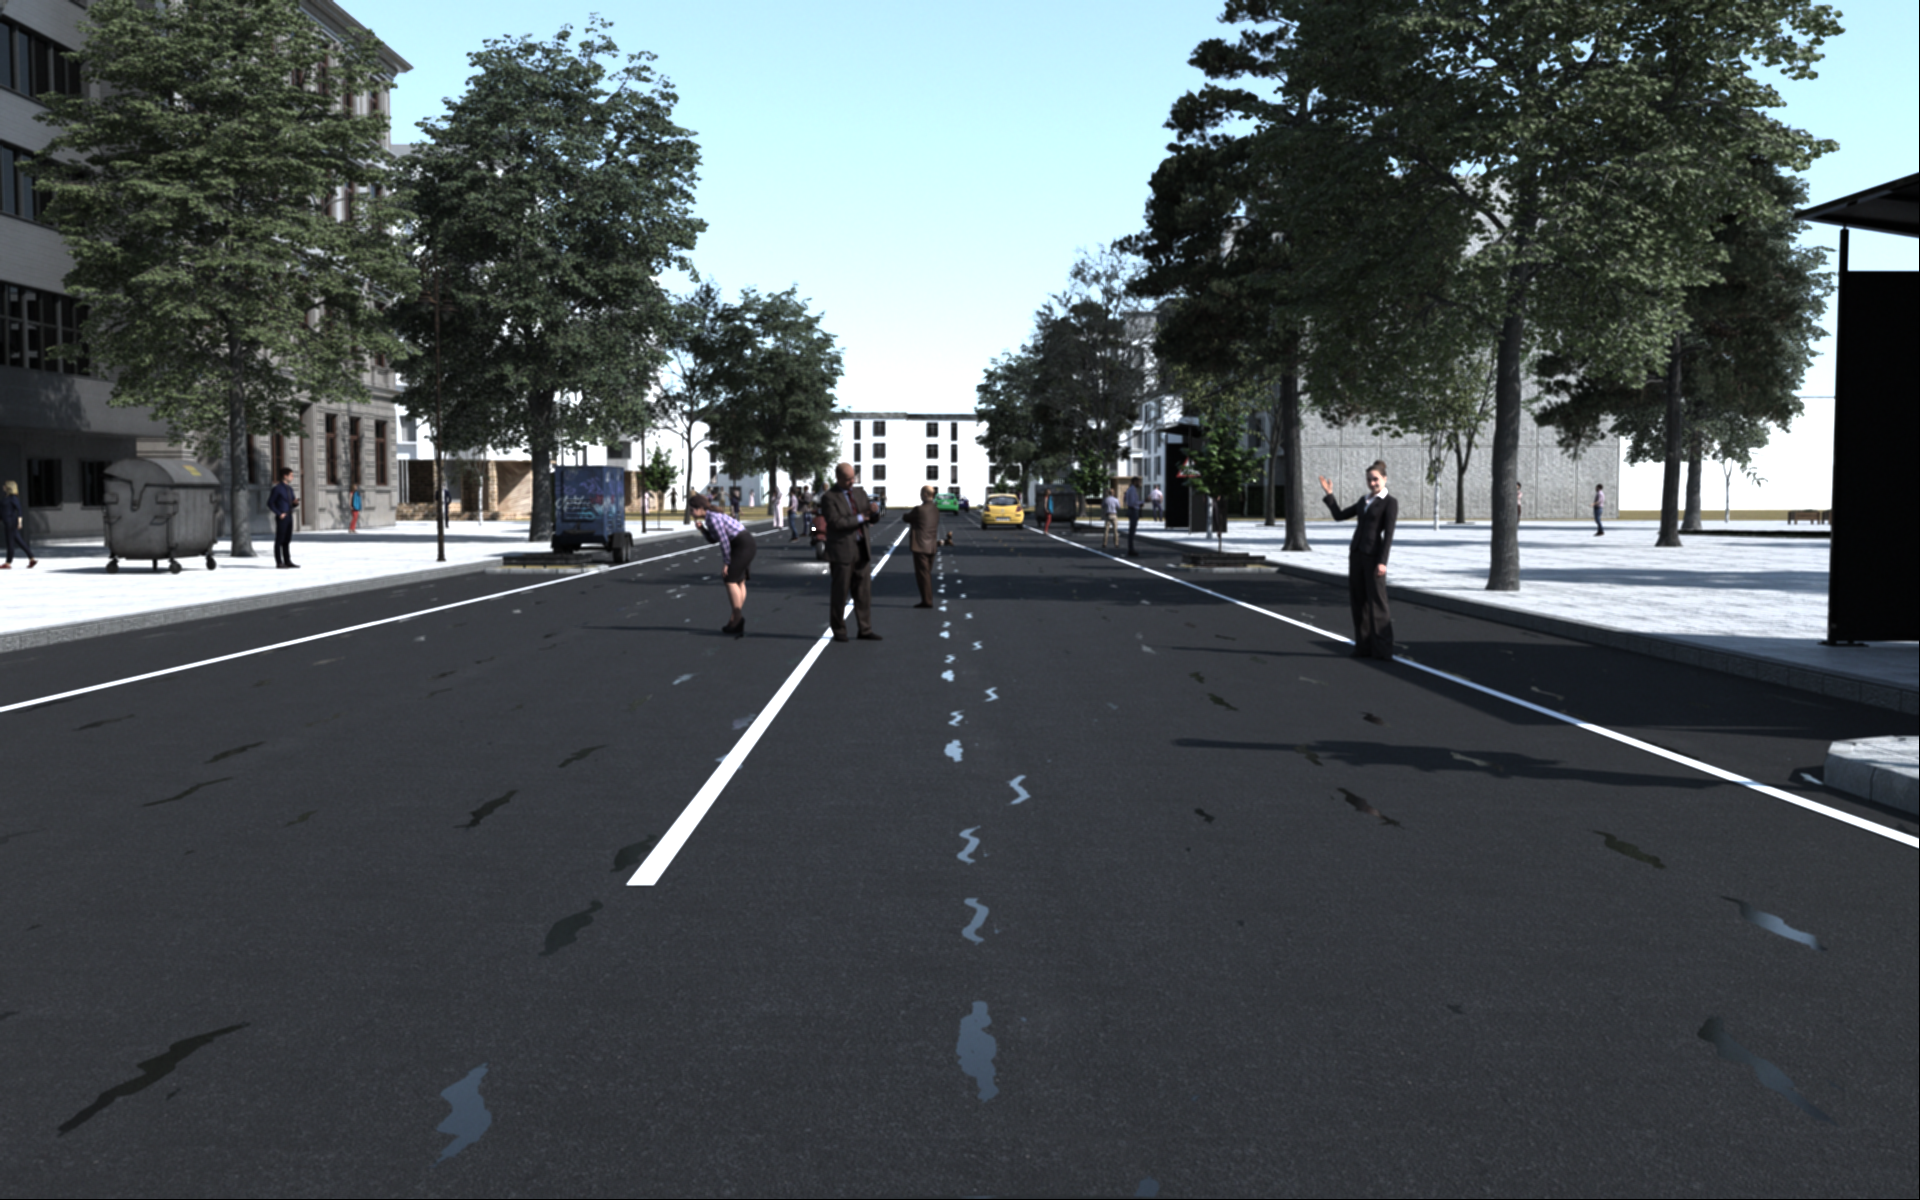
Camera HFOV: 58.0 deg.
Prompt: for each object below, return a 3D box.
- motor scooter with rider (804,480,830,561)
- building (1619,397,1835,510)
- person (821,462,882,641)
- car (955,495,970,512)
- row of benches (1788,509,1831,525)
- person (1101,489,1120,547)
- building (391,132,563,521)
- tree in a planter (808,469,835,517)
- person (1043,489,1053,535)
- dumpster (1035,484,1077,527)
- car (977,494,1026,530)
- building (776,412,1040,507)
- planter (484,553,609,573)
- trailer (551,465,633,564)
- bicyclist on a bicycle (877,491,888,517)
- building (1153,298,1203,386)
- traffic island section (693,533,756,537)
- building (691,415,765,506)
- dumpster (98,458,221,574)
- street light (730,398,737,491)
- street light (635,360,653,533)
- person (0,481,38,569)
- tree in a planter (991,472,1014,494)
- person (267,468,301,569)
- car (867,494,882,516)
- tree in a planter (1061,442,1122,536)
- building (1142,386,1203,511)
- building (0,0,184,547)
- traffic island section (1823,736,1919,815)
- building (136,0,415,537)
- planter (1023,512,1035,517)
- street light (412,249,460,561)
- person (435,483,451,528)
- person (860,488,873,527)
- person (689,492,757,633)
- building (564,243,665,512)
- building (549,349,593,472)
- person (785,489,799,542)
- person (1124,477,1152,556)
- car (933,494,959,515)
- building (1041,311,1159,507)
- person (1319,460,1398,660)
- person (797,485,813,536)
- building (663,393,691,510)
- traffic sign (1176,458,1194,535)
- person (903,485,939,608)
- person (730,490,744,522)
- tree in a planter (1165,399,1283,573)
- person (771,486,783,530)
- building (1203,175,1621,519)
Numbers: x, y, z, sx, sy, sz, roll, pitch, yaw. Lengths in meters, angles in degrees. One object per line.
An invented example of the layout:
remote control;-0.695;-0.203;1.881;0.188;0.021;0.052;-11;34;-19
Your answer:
motor scooter with rider;-3.042;-1.784;38.139;0.876;1.779;1.986;0;4;0
building;62.073;-12.378;144.525;28.070;9.664;9.099;0;4;-1
person;-1.033;-0.471;16.882;0.600;1.739;0.565;2;4;24
car;-0.170;-7.744;139.190;1.945;1.354;3.894;0;4;-2
row of benches;37.155;-3.528;73.138;4.104;0.672;1.422;0;4;-1
person;4.055;-2.207;46.656;0.516;1.574;0.319;0;4;7
building;-29.742;-14.199;88.582;16.016;20.091;11.380;0;4;-1
tree in a planter;-8.781;-6.860;109.379;1.991;3.239;1.994;0;4;-1
person;3.136;-3.125;61.305;0.444;1.614;0.593;3;5;40
dumpster;4.118;-4.057;74.548;1.865;1.857;1.264;0;4;0
car;1.716;-3.725;71.122;2.015;1.641;3.980;0;3;0
building;-5.575;-14.639;181.494;28.070;9.664;9.099;0;4;-1
planter;-7.620;-0.680;32.258;1.991;0.319;1.994;0;4;-1
trailer;-7.618;-1.727;35.280;1.471;1.999;3.904;0;4;-2
bicyclist on a bicycle;-4.842;-6.031;108.625;1.499;1.676;1.625;0;4;0
building;37.641;-21.241;191.264;32.646;21.610;27.936;0;4;-1
traffic island section;-8.021;-2.223;59.206;1.991;0.108;1.994;0;4;-1
building;-34.841;-14.678;182.135;28.070;9.664;9.099;0;4;-1
dumpster;-13.108;-1.386;28.412;1.264;1.857;1.865;0;4;-1
street light;-10.645;-6.661;81.694;0.468;5.910;1.993;0;4;-1
street light;-10.415;-5.145;56.906;0.468;5.910;1.993;0;4;-1
person;-16.274;-1.300;29.840;0.480;1.512;0.613;2;4;26
tree in a planter;3.330;-8.528;136.658;1.991;3.239;1.994;0;4;-1
person;-11.618;-1.418;29.928;0.504;1.737;0.576;0;4;1
car;-5.913;-6.191;113.230;2.014;1.417;4.499;0;4;1
tree in a planter;4.491;-3.805;59.438;1.991;3.239;1.994;0;4;-1
building;20.254;-11.776;134.680;9.099;9.664;28.070;0;4;-1
building;-28.115;-13.054;32.508;14.314;24.678;30.058;0;4;-1
traffic island section;5.277;0.891;7.709;2.009;0.180;2.903;0;4;-1
building;-27.158;-13.577;58.146;11.583;22.565;21.152;0;4;-1
planter;3.734;-5.405;109.511;1.991;0.319;1.994;0;4;-1
street light;-9.906;-3.676;32.894;0.468;5.910;1.993;0;4;-1
person;-19.603;-3.605;65.692;0.576;1.737;0.504;-1;4;-21
person;-2.082;-1.636;37.465;0.569;1.553;0.471;2;4;29
person;-2.437;-0.373;17.838;0.697;1.427;0.421;-1;4;-17
building;-30.276;-16.652;128.682;16.016;20.091;11.380;0;4;-1
building;-27.471;-10.182;108.626;9.099;9.664;28.070;0;4;-1
person;-5.057;-2.546;52.079;0.435;1.587;0.963;0;4;-2
person;4.168;-1.958;40.387;0.599;1.838;0.709;0;4;-1
car;-1.018;-6.707;118.448;1.959;1.807;4.718;0;4;-1
building;14.748;-20.119;185.359;11.380;20.091;16.016;0;4;-1
person;3.457;-0.356;15.122;0.742;1.727;0.445;2;4;26
person;-5.248;-3.022;58.731;0.431;1.722;0.655;2;4;30
building;-37.072;-12.253;142.480;28.070;9.664;9.099;0;4;-1
traffic sign;7.218;-3.323;54.329;0.884;2.594;0.081;0;4;2
person;-0.488;-0.674;21.795;0.388;1.546;0.482;3;4;36
person;-7.408;-2.825;56.899;0.471;1.553;0.569;3;5;40
tree in a planter;4.898;-2.158;32.498;1.991;3.239;1.994;0;4;-1
person;-7.323;-3.681;69.359;0.551;1.740;0.621;2;4;28
building;25.522;-14.575;104.752;16.747;18.905;31.486;0;4;-1
